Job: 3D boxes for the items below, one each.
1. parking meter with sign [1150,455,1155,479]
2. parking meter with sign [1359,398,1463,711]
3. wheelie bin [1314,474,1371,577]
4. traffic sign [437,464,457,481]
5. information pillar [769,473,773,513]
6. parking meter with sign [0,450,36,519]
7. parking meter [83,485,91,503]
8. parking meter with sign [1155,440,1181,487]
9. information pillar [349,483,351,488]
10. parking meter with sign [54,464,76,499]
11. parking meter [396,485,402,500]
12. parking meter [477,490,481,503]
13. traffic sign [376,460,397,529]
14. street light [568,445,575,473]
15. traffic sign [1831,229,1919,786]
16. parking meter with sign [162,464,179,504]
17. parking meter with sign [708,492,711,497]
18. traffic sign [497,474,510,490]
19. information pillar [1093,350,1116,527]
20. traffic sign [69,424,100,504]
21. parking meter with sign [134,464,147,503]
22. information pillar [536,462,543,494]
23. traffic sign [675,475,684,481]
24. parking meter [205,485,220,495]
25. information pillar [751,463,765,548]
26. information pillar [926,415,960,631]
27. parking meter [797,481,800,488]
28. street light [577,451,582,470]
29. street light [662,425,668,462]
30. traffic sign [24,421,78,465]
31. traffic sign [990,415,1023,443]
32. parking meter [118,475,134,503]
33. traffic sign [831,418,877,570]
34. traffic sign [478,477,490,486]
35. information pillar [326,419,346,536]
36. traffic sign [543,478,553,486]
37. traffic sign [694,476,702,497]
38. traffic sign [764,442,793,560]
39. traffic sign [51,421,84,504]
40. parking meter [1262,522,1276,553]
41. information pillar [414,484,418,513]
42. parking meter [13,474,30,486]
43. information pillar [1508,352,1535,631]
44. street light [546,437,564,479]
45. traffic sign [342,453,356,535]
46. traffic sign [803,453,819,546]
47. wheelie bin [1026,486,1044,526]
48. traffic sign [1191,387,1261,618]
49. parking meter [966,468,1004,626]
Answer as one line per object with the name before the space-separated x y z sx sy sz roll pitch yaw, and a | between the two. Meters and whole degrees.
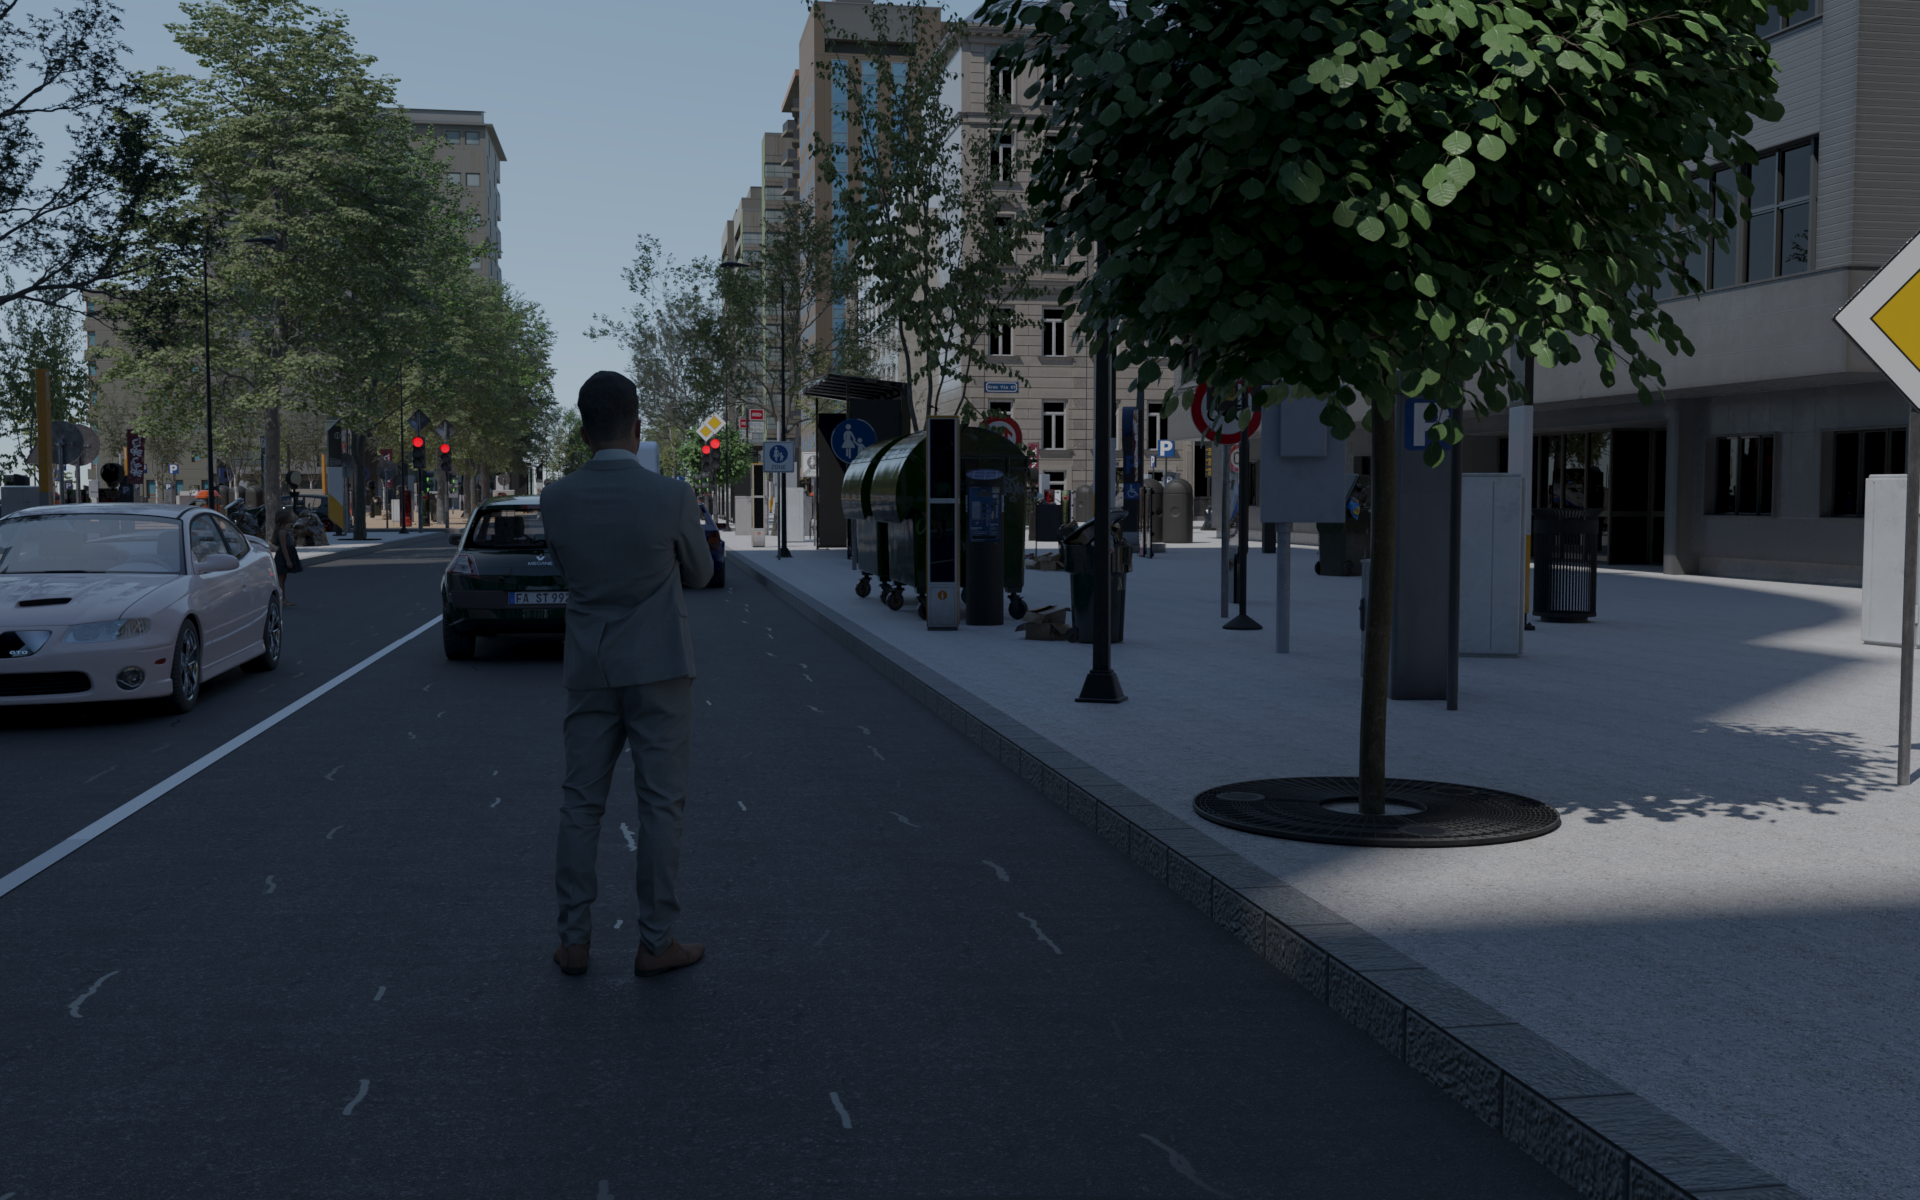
parking meter with sign | 9.498 -5.006 78.110 1.738 3.016 0.543 -1 4 -14
parking meter with sign | 2.918 -0.903 11.020 0.543 3.016 1.738 0 4 0
wheelie bin | 6.000 -1.183 27.246 0.693 1.594 0.980 -3 4 -36
traffic sign | -20.280 -4.183 68.496 0.768 2.556 0.104 -1 4 -9
information pillar | -12.630 -7.610 115.770 0.183 3.616 0.504 1 4 17
parking meter with sign | -37.617 -4.445 68.940 1.738 3.016 0.543 0 4 2
parking meter | -56.141 -6.465 111.417 0.255 1.863 0.399 3 4 38
parking meter with sign | 6.920 -3.679 56.416 0.543 3.016 1.738 1 4 21
information pillar | -38.857 -6.453 109.992 0.304 2.012 0.304 1 4 19
parking meter with sign | -45.628 -5.636 88.406 0.543 3.016 1.738 -3 5 -43
parking meter | -36.966 -6.637 114.218 0.255 1.863 0.399 2 4 31
parking meter | -29.682 -6.013 106.725 0.372 1.533 0.369 0 3 0
traffic sign | -21.280 -3.925 64.283 0.768 2.556 0.104 0 4 -2
street light | -37.410 -11.738 164.461 1.470 5.913 1.316 -1 4 -10
traffic sign | 4.158 -0.390 7.566 0.795 2.450 0.064 0 4 -2
parking meter with sign | -46.005 -6.395 100.820 0.543 3.016 1.738 0 4 -8
parking meter with sign | -17.142 -7.381 116.939 1.738 3.016 0.543 3 5 42
traffic sign | -28.254 -6.555 107.285 0.768 2.556 0.104 0 4 -6
information pillar | 2.155 -2.103 25.743 0.183 3.616 0.504 -2 4 -30
traffic sign | -16.034 -1.920 31.502 0.768 2.556 0.104 -1 4 -9
parking meter with sign | -47.936 -6.372 100.435 1.738 3.016 0.543 2 4 26
information pillar | -30.436 -8.204 125.495 0.504 3.616 0.183 -1 4 -18
traffic sign | -19.122 -7.214 118.052 0.768 2.556 0.104 -1 4 -9
parking meter | -20.818 -2.437 48.264 0.372 1.533 0.369 0 3 0
information pillar | -4.858 -2.273 41.658 0.304 2.012 0.304 -1 4 -14
information pillar | -0.157 -0.723 16.311 0.304 2.012 0.304 0 4 3
parking meter | -6.380 -3.754 67.090 0.399 1.863 0.255 -1 4 -20
street light | -41.895 -13.225 188.772 1.470 5.913 1.316 -1 4 -10
street light | -19.122 -8.813 116.625 1.470 5.913 1.316 -1 4 -10
traffic sign | -15.994 -1.865 30.490 0.884 2.594 0.081 0 4 -6
traffic sign | 0.615 -1.687 27.681 0.768 2.556 0.104 0 4 -7
parking meter | -23.953 -2.695 49.774 0.399 1.863 0.255 -1 4 -20
traffic sign | -1.788 -1.782 29.243 0.768 2.556 0.104 0 4 -4
traffic sign | -34.110 -7.587 124.149 0.768 2.556 0.104 -1 4 -10
information pillar | -19.075 -3.764 52.892 0.183 3.616 0.504 2 4 35
traffic sign | -33.046 -8.495 139.002 0.768 2.556 0.104 0 4 -2
traffic sign | -12.949 -5.299 86.748 0.768 2.556 0.104 0 4 -8
traffic sign | -3.524 -1.929 33.674 0.606 2.300 0.079 -1 4 -10
traffic sign | -15.574 -1.831 30.037 0.768 2.556 0.104 0 4 -3
parking meter | 6.692 -1.942 37.468 0.255 1.863 0.399 0 4 -1
information pillar | -37.760 -7.098 120.542 0.304 2.012 0.304 -3 4 -38
parking meter | -26.900 -2.692 49.725 0.399 1.863 0.255 0 4 1
information pillar | 5.315 -1.532 16.408 0.183 3.616 0.504 0 4 1
street light | -32.897 -10.251 140.152 1.470 5.913 1.316 -1 4 -10
traffic sign | -19.047 -3.273 53.618 0.768 2.556 0.104 0 4 -3
traffic sign | -3.570 -2.469 42.498 0.606 2.300 0.079 0 4 -3
wheelie bin | 2.882 -3.777 69.659 0.980 1.594 0.693 1 4 9
traffic sign | 2.750 -1.090 17.922 0.768 2.556 0.104 0 4 -2
parking meter | 0.243 -0.524 16.977 0.372 1.533 0.369 0 3 0
